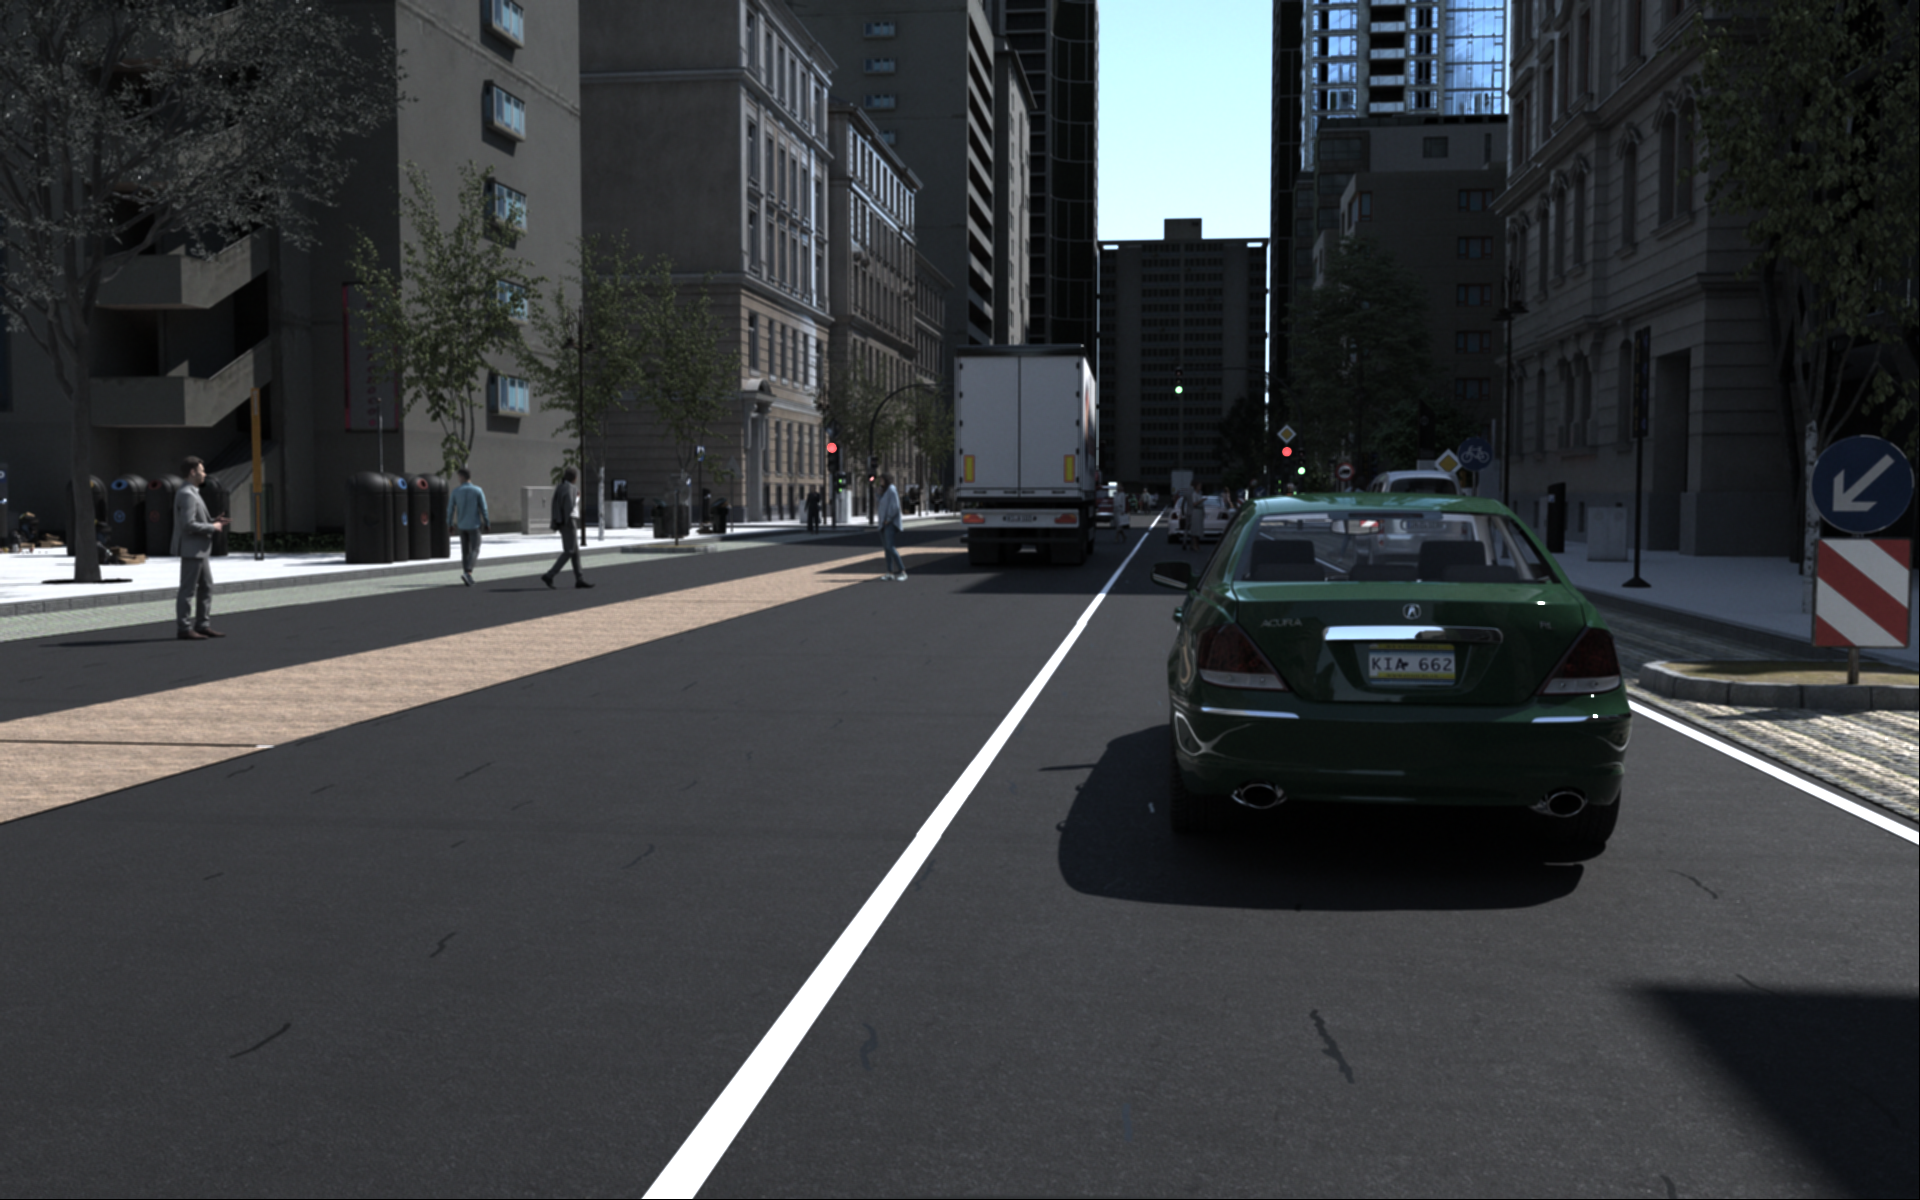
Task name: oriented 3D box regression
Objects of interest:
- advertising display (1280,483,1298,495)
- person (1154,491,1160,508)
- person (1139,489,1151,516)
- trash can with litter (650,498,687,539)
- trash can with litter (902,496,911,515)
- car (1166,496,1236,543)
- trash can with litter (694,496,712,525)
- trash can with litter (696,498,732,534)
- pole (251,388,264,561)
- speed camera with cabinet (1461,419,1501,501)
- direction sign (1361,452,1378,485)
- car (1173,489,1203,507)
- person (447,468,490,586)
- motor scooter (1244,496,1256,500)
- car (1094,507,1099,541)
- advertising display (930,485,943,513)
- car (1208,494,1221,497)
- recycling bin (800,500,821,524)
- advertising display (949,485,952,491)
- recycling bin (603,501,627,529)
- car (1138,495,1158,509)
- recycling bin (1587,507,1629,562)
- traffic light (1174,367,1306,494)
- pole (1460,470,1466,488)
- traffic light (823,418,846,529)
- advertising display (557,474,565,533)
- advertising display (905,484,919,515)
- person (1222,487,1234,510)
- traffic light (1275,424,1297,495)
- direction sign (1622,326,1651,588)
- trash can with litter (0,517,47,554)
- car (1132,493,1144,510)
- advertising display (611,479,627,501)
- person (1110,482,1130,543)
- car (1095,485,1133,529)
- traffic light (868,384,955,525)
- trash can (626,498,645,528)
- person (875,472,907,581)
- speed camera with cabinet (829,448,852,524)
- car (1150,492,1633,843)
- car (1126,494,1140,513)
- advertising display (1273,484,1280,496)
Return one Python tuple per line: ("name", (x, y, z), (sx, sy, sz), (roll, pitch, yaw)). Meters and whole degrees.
("advertising display", (19.745, -6.010, 103.477), (0.974, 1.923, 0.123), (0, 4, -8))
("person", (20.838, -10.640, 183.398), (0.756, 1.711, 0.436), (-1, 4, -14))
("person", (12.079, -6.374, 113.205), (0.782, 1.767, 0.515), (2, 4, 30))
("trash can with litter", (-8.371, -2.355, 49.892), (1.055, 1.170, 0.624), (1, 4, 18))
("trash can with litter", (-3.268, -5.859, 107.182), (0.624, 1.170, 1.055), (-1, 4, -10))
("car", (7.169, -2.403, 51.651), (2.083, 1.381, 4.827), (1, 4, 9))
("trash can with litter", (-10.811, -3.814, 73.421), (1.678, 1.210, 2.233), (0, 4, -8))
("trash can with litter", (-7.869, -2.686, 55.297), (1.055, 1.170, 0.624), (-3, 5, -41))
("pole", (-13.565, -2.421, 33.422), (0.158, 3.312, 0.155), (0, 3, 0))
("speed camera with cabinet", (13.912, -3.186, 46.427), (0.660, 3.252, 2.038), (0, 4, 2))
("direction sign", (21.962, -6.176, 92.967), (0.876, 3.537, 0.379), (0, 4, -6))
("car", (17.585, -7.648, 133.711), (2.281, 1.827, 5.304), (1, 4, 8))
("person", (-7.761, -1.151, 27.175), (0.638, 1.841, 0.748), (1, 4, 9))
("motor scooter", (18.788, -6.062, 111.889), (0.815, 1.314, 1.986), (0, 4, 7))
("car", (2.976, -2.372, 50.579), (2.131, 1.459, 4.920), (0, 4, 7))
("advertising display", (-1.603, -6.951, 118.868), (0.974, 1.923, 0.123), (-2, 4, -33))
("car", (27.592, -10.937, 187.610), (1.959, 1.807, 4.718), (1, 4, 8))
("recycling bin", (-6.503, -3.843, 75.384), (0.722, 1.027, 0.722), (1, 4, 21))
("advertising display", (-0.623, -7.138, 121.917), (0.123, 1.923, 0.974), (1, 4, 9))
("recycling bin", (-12.648, -3.099, 63.223), (0.722, 1.027, 0.722), (3, 4, 38))
("car", (18.722, -9.819, 172.901), (2.083, 1.381, 4.827), (0, 4, 8))
("recycling bin", (12.415, -1.263, 33.204), (0.722, 1.027, 0.722), (1, 4, 20))
("traffic light", (10.050, -5.339, 61.967), (4.771, 5.953, 1.251), (0, 4, 7))
("pole", (16.409, -3.834, 56.524), (0.158, 3.312, 0.155), (0, 3, 0))
("traffic light", (-4.647, -4.587, 63.916), (0.839, 4.253, 0.868), (0, 4, 7))
("advertising display", (-13.060, -3.153, 56.763), (0.123, 1.923, 0.974), (-1, 4, -21))
("advertising display", (-2.987, -6.326, 108.641), (0.974, 1.923, 0.123), (1, 4, 13))
("person", (12.570, -4.450, 81.845), (0.643, 1.750, 0.593), (-2, 4, -35))
("traffic light", (13.124, -4.945, 69.774), (0.839, 4.253, 0.868), (0, 4, 7))
("direction sign", (9.342, -1.946, 23.810), (0.379, 3.537, 0.876), (1, 4, 10))
("trash can with litter", (-20.918, -1.653, 38.086), (1.678, 1.210, 2.233), (-1, 4, -21))
("car", (16.079, -9.239, 160.091), (2.155, 1.783, 4.494), (0, 4, 7))
("advertising display", (-14.834, -4.294, 75.416), (0.123, 1.923, 0.974), (2, 4, 25))
("person", (4.721, -2.568, 50.843), (0.624, 1.780, 0.694), (-1, 4, -23))
("car", (6.211, -3.974, 73.648), (2.281, 1.827, 5.304), (0, 4, 5))
("traffic light", (-1.573, -5.930, 71.617), (4.771, 5.953, 1.251), (0, 4, 7))
("trash can", (-12.205, -3.275, 65.192), (0.748, 1.137, 0.748), (0, 3, 0))
("person", (-1.144, -1.225, 28.792), (0.793, 1.790, 0.793), (3, 4, 37))
("speed camera with cabinet", (-5.193, -4.943, 75.160), (0.660, 3.252, 2.038), (1, 4, 9))
("car", (1.996, 0.193, 8.638), (2.131, 1.459, 4.920), (1, 4, 8))
("car", (12.903, -7.509, 134.564), (2.131, 1.459, 4.920), (0, 4, 6))
("advertising display", (20.344, -6.404, 109.924), (0.974, 1.923, 0.123), (-1, 4, -17))
